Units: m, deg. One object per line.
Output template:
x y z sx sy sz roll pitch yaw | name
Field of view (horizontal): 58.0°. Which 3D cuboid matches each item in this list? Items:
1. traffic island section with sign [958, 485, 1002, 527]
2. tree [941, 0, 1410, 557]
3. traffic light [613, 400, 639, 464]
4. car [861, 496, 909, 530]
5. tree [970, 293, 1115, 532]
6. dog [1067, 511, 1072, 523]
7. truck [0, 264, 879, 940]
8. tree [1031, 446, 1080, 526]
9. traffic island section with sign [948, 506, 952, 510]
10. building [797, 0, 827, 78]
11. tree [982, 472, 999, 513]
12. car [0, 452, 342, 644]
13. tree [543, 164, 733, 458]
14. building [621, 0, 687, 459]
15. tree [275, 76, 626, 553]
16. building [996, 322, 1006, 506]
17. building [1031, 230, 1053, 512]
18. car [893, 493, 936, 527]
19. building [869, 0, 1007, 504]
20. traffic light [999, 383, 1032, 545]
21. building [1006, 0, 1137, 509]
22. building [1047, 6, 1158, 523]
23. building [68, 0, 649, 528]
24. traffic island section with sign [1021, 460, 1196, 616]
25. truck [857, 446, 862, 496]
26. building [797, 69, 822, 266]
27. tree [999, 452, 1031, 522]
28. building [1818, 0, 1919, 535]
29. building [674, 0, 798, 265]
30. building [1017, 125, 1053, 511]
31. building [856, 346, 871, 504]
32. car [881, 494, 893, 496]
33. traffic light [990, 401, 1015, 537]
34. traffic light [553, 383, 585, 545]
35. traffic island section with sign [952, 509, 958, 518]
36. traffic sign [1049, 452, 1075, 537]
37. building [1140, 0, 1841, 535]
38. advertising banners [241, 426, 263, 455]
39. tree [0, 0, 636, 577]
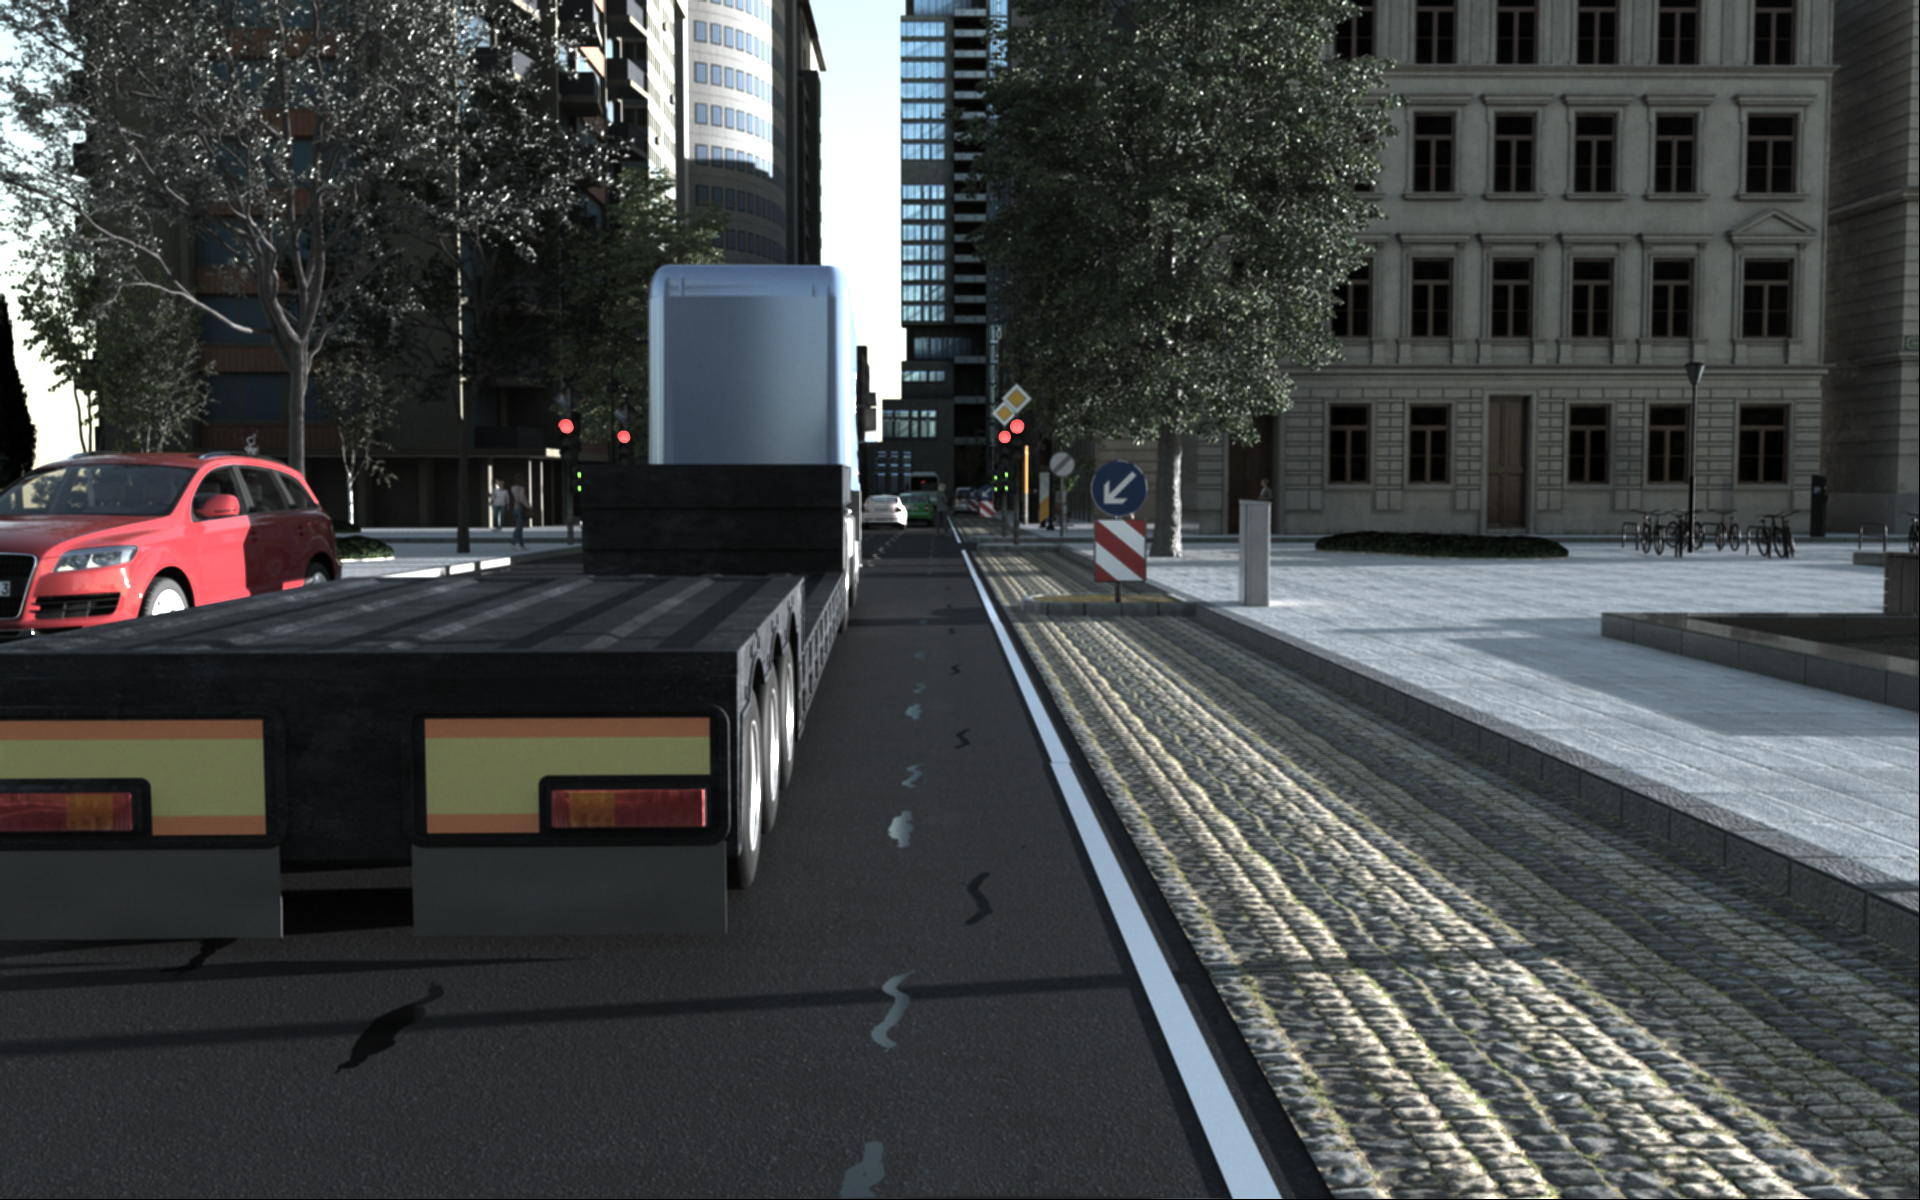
1.043 -4.158 76.606 1.989 1.847 2.006 0 4 -1 | traffic island section with sign
4.237 -7.871 35.339 9.857 13.997 8.962 0 3 0 | tree
-9.949 -3.842 51.734 0.839 4.253 0.868 0 4 -1 | traffic light
-3.136 -3.596 71.161 2.083 1.381 4.827 0 4 -1 | car
3.443 -6.554 57.513 4.737 8.622 4.395 0 3 0 | tree
4.692 -3.725 77.727 0.406 0.507 0.540 3 5 42 | dog
-2.251 -1.519 14.597 2.967 4.110 18.799 0 4 -2 | truck
4.151 -4.577 69.442 1.663 3.219 1.824 0 3 0 | tree
0.026 -8.917 154.418 1.989 1.847 2.006 0 4 -1 | traffic island section with sign
-28.802 -36.468 185.490 27.495 52.752 28.713 0 4 -1 | building
2.869 -7.569 118.347 1.663 3.219 1.824 0 3 0 | tree
-7.208 -0.403 15.258 2.281 1.827 5.304 0 4 0 | car
-10.729 -8.716 60.637 7.486 12.596 7.792 0 3 0 | tree
-31.614 -25.715 112.325 32.217 40.220 23.993 0 4 -1 | building
-10.897 -6.283 37.147 8.767 10.594 7.601 0 4 5 | tree
18.235 -20.926 187.178 27.650 21.520 28.899 0 4 -1 | building
10.604 -17.138 116.366 11.583 22.565 21.152 0 4 -1 | building
-2.064 -4.213 77.674 1.959 1.807 4.718 0 4 1 | car
4.180 -55.617 222.011 31.000 86.520 22.319 0 4 -1 | building
1.414 -3.363 43.910 0.839 4.253 0.868 0 4 -1 | traffic light
14.729 -37.630 157.243 21.231 58.520 28.212 0 4 -1 | building
13.026 -15.746 90.729 16.112 22.955 30.059 0 4 -1 | building
-26.375 -25.887 77.885 22.147 44.769 28.867 0 4 -1 | building
1.756 -0.765 21.128 1.989 1.847 2.006 0 4 -1 | traffic island section with sign
-7.057 -6.769 99.590 2.839 4.237 11.283 0 4 -1 | truck
-20.415 -29.270 162.167 14.154 41.232 14.086 0 4 -1 | building
3.128 -5.164 79.038 1.663 3.219 1.824 0 3 0 | tree
40.458 -16.672 59.981 23.554 28.519 14.401 0 4 -1 | building
-24.767 -36.579 140.065 21.231 58.520 28.212 0 4 -1 | building
11.411 -22.338 136.935 14.160 30.474 14.107 0 4 -1 | building
-26.560 -23.311 226.167 28.899 21.520 27.650 0 4 -1 | building
-8.127 -11.214 192.137 1.959 1.807 4.718 0 4 -2 | car
1.311 -3.852 51.895 0.839 4.253 0.868 0 4 -1 | traffic light
-9.846 -3.353 43.749 0.839 4.253 0.868 0 4 -1 | traffic light
0.688 -5.806 103.559 1.989 1.847 2.006 0 4 -1 | traffic island section with sign
3.055 -3.172 51.973 0.768 2.556 0.104 0 4 4 | traffic sign
17.203 -13.624 58.904 21.152 22.565 11.583 0 4 -1 | building
-18.932 -2.945 44.336 2.074 3.025 0.090 -2 4 -27 | advertising banners
-10.220 -7.096 26.392 12.009 13.543 11.850 0 3 0 | tree
